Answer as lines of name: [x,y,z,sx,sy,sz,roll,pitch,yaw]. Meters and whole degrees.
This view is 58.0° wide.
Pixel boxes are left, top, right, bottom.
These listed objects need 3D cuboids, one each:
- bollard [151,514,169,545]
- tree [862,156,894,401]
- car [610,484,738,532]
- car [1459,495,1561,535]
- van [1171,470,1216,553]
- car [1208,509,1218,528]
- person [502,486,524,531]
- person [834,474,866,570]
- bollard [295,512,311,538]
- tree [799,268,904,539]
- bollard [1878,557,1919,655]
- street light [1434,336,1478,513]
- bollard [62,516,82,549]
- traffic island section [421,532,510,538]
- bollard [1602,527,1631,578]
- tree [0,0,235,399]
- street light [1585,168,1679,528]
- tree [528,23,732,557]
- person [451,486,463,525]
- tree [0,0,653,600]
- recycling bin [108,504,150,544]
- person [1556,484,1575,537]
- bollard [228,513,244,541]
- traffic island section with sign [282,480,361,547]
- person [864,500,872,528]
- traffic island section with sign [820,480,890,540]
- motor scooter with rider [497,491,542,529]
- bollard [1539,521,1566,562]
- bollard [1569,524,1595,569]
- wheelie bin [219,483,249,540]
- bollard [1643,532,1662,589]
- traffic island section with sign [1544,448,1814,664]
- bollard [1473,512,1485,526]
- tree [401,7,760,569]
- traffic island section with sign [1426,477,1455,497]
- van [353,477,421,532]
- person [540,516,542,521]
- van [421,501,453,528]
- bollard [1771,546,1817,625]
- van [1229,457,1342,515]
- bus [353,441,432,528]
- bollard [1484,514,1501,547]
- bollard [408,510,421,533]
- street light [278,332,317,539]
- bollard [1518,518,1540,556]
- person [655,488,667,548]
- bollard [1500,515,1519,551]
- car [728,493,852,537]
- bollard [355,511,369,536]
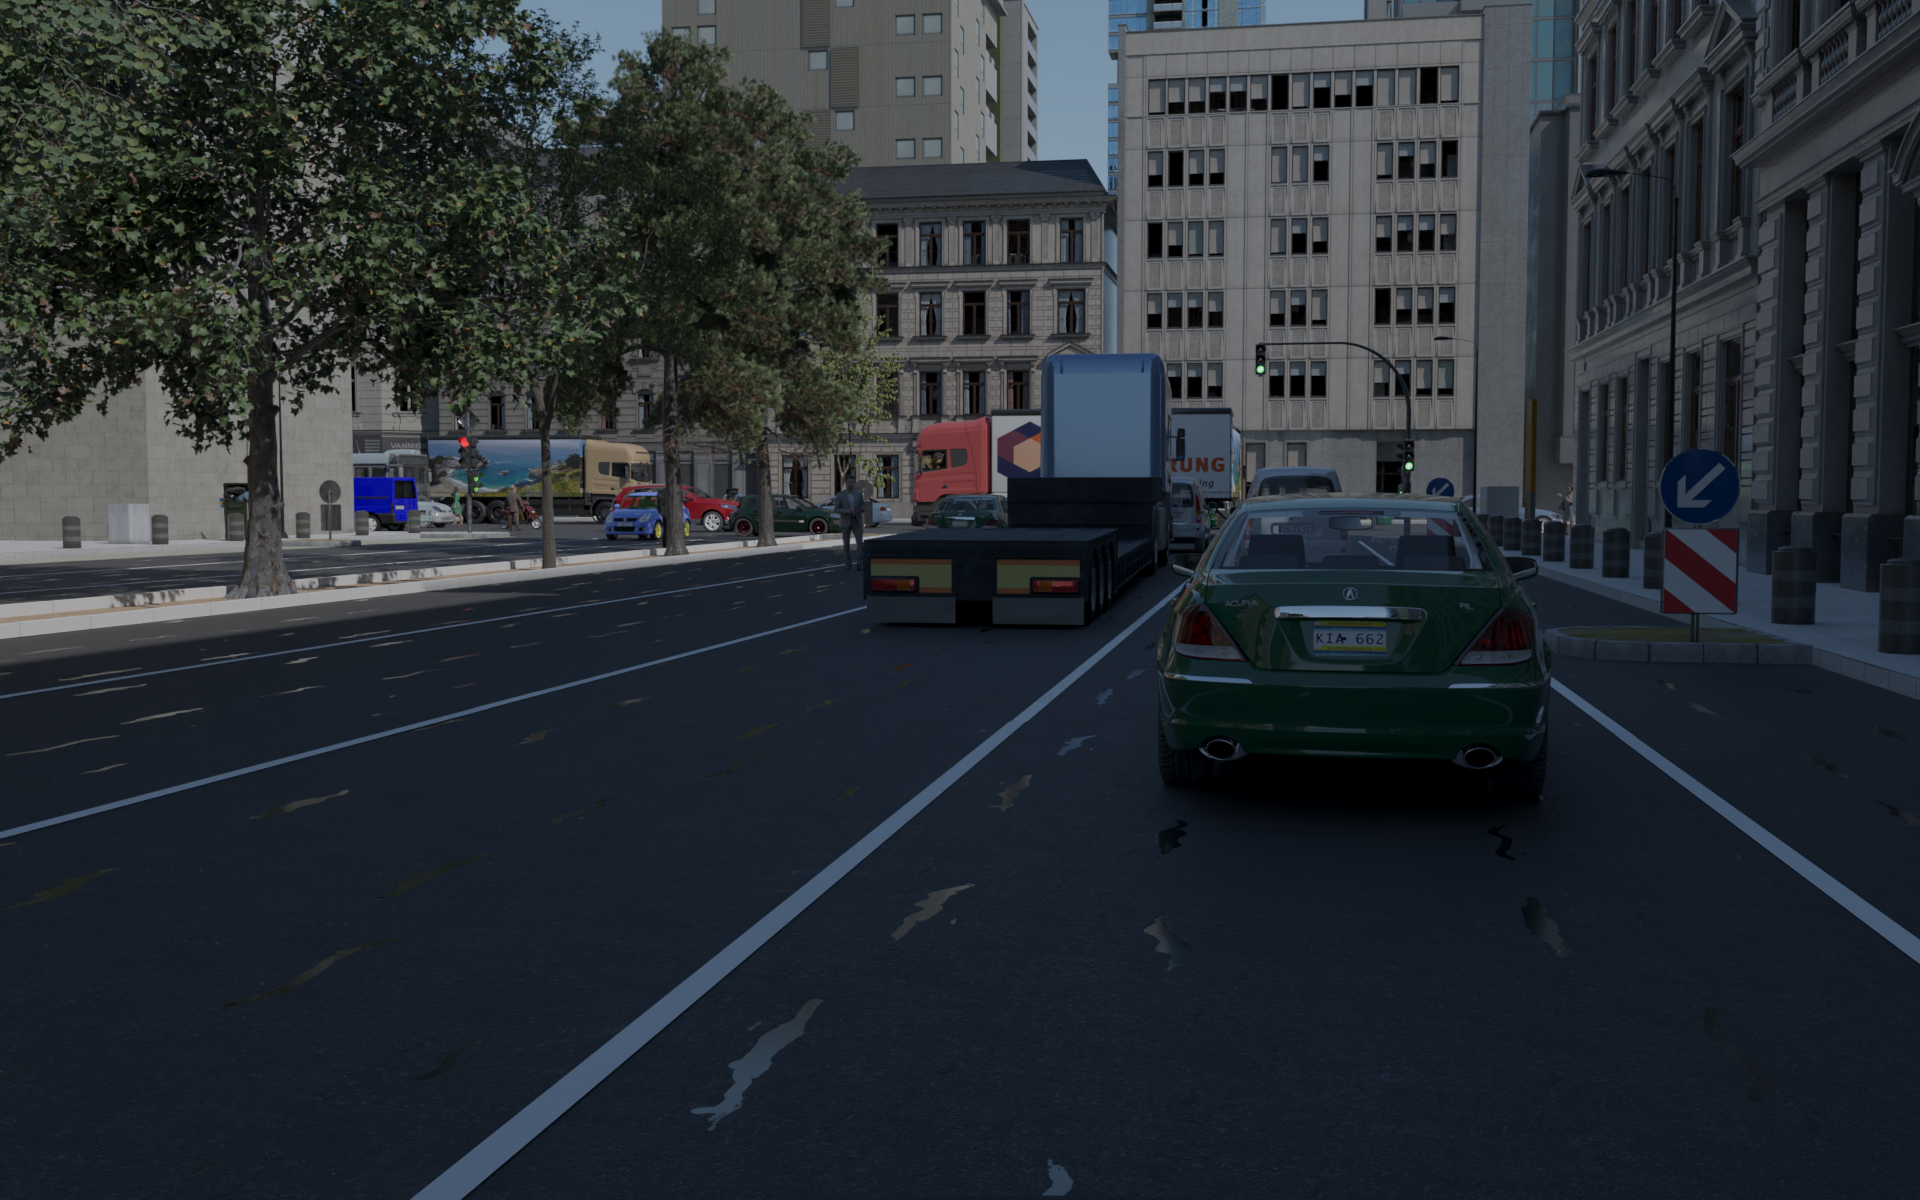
bollard: [-20.326,-1.791,43.997,0.404,0.777,0.398,0,3,0]
tree: [-5.253,-7.426,45.924,6.751,12.117,7.091,0,3,0]
car: [-10.665,-3.502,65.939,5.304,1.827,2.281,1,4,12]
car: [19.248,-3.072,62.229,4.499,1.417,2.014,1,4,9]
van: [5.372,-2.223,43.358,2.013,2.044,4.112,1,4,11]
car: [6.569,-3.137,60.087,4.718,1.807,1.959,1,4,13]
person: [-17.459,-3.593,67.796,0.990,1.755,0.434,1,4,23]
person: [-2.030,-1.458,32.534,0.606,1.804,0.583,-1,4,-22]
bollard: [-19.103,-2.179,50.351,0.404,0.777,0.398,0,3,0]
tree: [-3.487,-6.043,51.630,4.737,8.622,4.395,0,3,0]
bollard: [7.649,0.044,13.990,0.404,0.777,0.398,0,3,0]
street light: [14.630,-4.800,51.021,1.470,5.913,1.316,1,4,11]
bollard: [-20.941,-1.597,40.826,0.404,0.777,0.398,0,3,0]
traffic island section: [-16.194,-2.135,57.181,2.009,0.180,2.903,1,4,11]
bollard: [10.101,-0.731,26.662,0.404,0.777,0.398,0,3,0]
tree: [-10.877,-6.399,13.737,9.857,13.997,8.962,0,3,0]
street light: [9.606,-3.194,24.764,1.470,5.913,1.316,1,4,11]
tree: [-6.567,-7.015,39.212,6.751,12.117,7.091,0,3,0]
person: [-22.919,-4.289,78.867,0.529,1.795,0.600,-1,4,-19]
tree: [-9.521,-6.364,23.516,9.611,12.733,9.660,0,3,0]
recycling bin: [-21.531,-1.977,44.875,0.722,1.027,0.722,1,4,15]
person: [20.217,-2.993,57.795,0.532,1.782,0.716,-2,4,-26]
bollard: [-19.713,-1.985,47.164,0.404,0.777,0.398,0,3,0]
traffic island section with sign: [-17.677,-2.394,47.765,1.989,1.847,2.006,1,4,11]
person: [-4.062,-3.890,72.010,0.836,1.842,0.656,0,4,-2]
traffic island section with sign: [-3.219,-2.861,54.922,2.006,1.907,1.989,1,4,11]
motor scooter with rider: [-18.016,-3.780,70.772,1.986,1.779,0.876,1,4,13]
bollard: [11.325,-1.119,33.011,0.404,0.777,0.398,0,3,0]
bollard: [10.713,-0.924,29.830,0.404,0.777,0.398,0,3,0]
wheelie bin: [-20.107,-2.464,48.203,0.980,1.594,0.693,-1,4,-17]
bollard: [9.487,-0.537,23.495,0.404,0.777,0.398,0,3,0]
traffic island section with sign: [6.393,-0.431,15.667,1.989,1.847,2.006,1,4,11]
bollard: [13.783,-1.895,45.707,0.404,0.777,0.398,0,3,0]
tree: [-7.504,-5.821,32.042,8.767,10.594,7.601,1,4,11]
traffic island section with sign: [11.506,-2.049,42.135,1.989,1.847,2.006,1,4,11]
van: [-22.532,-3.598,63.205,5.245,2.365,2.240,1,4,12]
person: [-18.795,-4.226,78.426,0.643,1.720,0.563,-1,4,-10]
van: [-23.759,-4.097,73.997,4.112,2.044,2.013,1,4,10]
bollard: [8.261,-0.149,17.157,0.404,0.777,0.398,0,3,0]
van: [5.365,-1.281,27.961,2.013,2.044,4.112,1,4,9]
bus: [-26.462,-4.445,67.534,13.247,3.499,2.948,1,4,11]
bollard: [13.166,-1.701,42.536,0.404,0.777,0.398,0,3,0]
bollard: [-17.873,-2.568,56.707,0.404,0.777,0.398,0,3,0]
street light: [-19.002,-4.718,49.683,1.470,5.913,1.316,1,4,11]
bollard: [11.940,-1.313,36.179,0.404,0.777,0.398,0,3,0]
person: [-7.185,-2.077,42.648,0.592,1.802,0.473,3,5,40]
bollard: [12.555,-1.507,39.358,0.404,0.777,0.398,0,3,0]
car: [-5.753,-2.982,58.536,4.222,1.686,2.009,1,4,11]
bollard: [-18.486,-2.374,53.532,0.404,0.777,0.398,0,3,0]
